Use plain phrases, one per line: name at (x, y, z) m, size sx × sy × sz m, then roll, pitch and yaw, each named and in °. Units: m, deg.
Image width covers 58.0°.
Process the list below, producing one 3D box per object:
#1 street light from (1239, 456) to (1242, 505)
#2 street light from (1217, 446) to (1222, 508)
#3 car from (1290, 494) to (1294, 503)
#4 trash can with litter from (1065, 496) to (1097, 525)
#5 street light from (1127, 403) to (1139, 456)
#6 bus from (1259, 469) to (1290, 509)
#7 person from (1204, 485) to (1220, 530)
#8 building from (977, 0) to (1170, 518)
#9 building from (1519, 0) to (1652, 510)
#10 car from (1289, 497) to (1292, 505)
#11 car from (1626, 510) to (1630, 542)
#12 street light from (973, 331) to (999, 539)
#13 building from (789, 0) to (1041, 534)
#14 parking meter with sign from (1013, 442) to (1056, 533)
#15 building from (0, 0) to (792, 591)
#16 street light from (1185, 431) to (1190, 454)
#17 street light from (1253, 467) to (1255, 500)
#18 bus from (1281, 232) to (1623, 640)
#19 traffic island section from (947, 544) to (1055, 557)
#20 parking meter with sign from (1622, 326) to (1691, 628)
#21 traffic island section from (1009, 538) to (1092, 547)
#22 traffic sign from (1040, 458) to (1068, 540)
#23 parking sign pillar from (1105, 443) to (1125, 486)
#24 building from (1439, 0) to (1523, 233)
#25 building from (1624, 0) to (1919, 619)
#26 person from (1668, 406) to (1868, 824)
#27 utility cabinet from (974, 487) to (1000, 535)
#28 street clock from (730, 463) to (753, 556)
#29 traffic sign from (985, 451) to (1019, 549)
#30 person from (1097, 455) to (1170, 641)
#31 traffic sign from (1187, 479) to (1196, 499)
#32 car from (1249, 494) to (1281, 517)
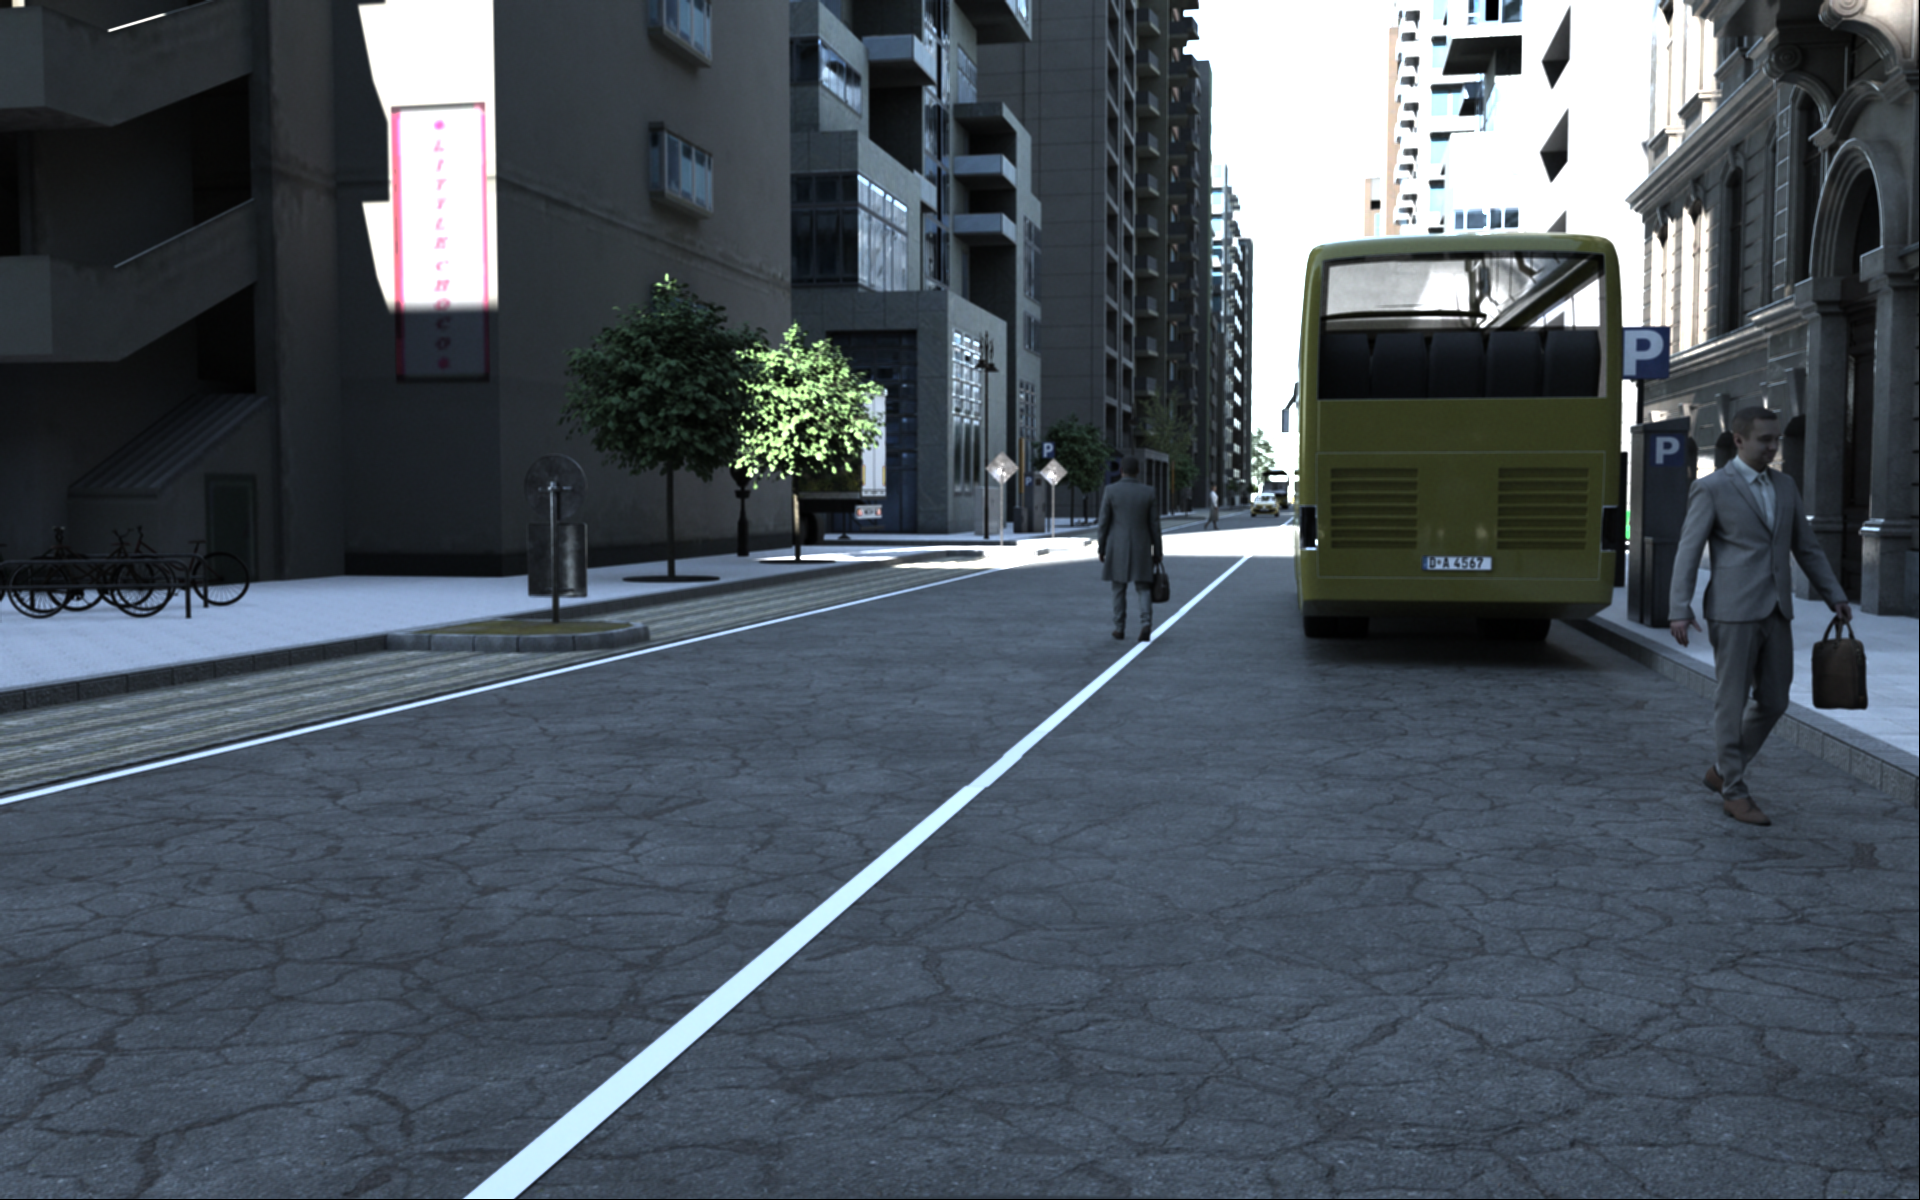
street light at (33.315, -14.248, 205.737) m, size 0.468 × 5.910 × 1.993 m, roll 1°, pitch 4°, yaw 12°
street light at (24.226, -11.585, 162.201) m, size 0.468 × 5.910 × 1.993 m, roll 1°, pitch 4°, yaw 12°
car at (47.960, -14.729, 251.036) m, size 2.015 × 1.641 × 3.980 m, roll 1°, pitch 4°, yaw 12°
trash can with litter at (5.081, -3.704, 71.610) m, size 1.678 × 1.210 × 2.233 m, roll 1°, pitch 4°, yaw 9°
street light at (8.780, -7.045, 87.978) m, size 0.468 × 5.910 × 1.993 m, roll 1°, pitch 4°, yaw 12°
bus at (31.165, -10.961, 170.758) m, size 2.896 × 3.916 × 12.252 m, roll 1°, pitch 4°, yaw 12°
person at (10.112, -3.717, 69.505) m, size 0.641 × 1.798 × 0.478 m, roll 2°, pitch 4°, yaw 26°
building at (1.981, -40.633, 102.604) m, size 20.563 × 71.187 × 20.611 m, roll 1°, pitch 4°, yaw 12°
building at (32.462, -31.125, 50.893) m, size 28.212 × 58.520 × 21.231 m, roll 1°, pitch 4°, yaw 12°
car at (40.954, -12.858, 219.022) m, size 1.959 × 1.807 × 4.718 m, roll 1°, pitch 4°, yaw 10°
car at (18.425, -2.032, 42.015) m, size 4.718 × 1.807 × 1.959 m, roll 1°, pitch 4°, yaw 10°
street light at (0.754, -4.674, 49.215) m, size 0.468 × 5.910 × 1.993 m, roll 1°, pitch 4°, yaw 12°
building at (-8.157, -46.306, 69.776) m, size 22.319 × 86.520 × 31.000 m, roll 1°, pitch 4°, yaw 12°
parking meter with sign at (2.444, -3.732, 57.277) m, size 0.543 × 3.016 × 1.738 m, roll 3°, pitch 5°, yaw 40°
building at (-16.450, -24.949, 31.614) m, size 21.600 × 48.544 × 21.300 m, roll 1°, pitch 4°, yaw 12°
street light at (16.311, -9.255, 124.107) m, size 0.468 × 5.910 × 1.993 m, roll 1°, pitch 4°, yaw 12°
street light at (41.372, -16.576, 243.802) m, size 0.468 × 5.910 × 1.993 m, roll 1°, pitch 4°, yaw 12°
bus at (5.144, -1.737, 19.940) m, size 2.896 × 3.916 × 12.252 m, roll 1°, pitch 4°, yaw 11°
traffic island section at (0.958, -1.126, 40.695) m, size 2.009 × 0.180 × 2.903 m, roll 1°, pitch 4°, yaw 12°
parking meter with sign at (6.959, -1.287, 17.307) m, size 0.543 × 3.016 × 1.738 m, roll 1°, pitch 4°, yaw 10°
traffic island section at (2.587, -1.604, 48.512) m, size 2.009 × 0.180 × 2.903 m, roll 1°, pitch 4°, yaw 12°
traffic sign at (2.612, -2.740, 48.446) m, size 0.795 × 2.450 × 0.064 m, roll 1°, pitch 4°, yaw 12°
parking sign pillar at (8.227, -6.240, 90.497) m, size 1.447 × 3.967 × 1.447 m, roll 2°, pitch 4°, yaw 29°
building at (34.472, -47.530, 89.791) m, size 22.319 × 86.520 × 31.000 m, roll 1°, pitch 4°, yaw 12°
building at (15.671, -12.160, 17.906) m, size 14.460 × 24.649 × 34.723 m, roll 1°, pitch 4°, yaw 12°
person at (3.489, 0.063, 7.592) m, size 0.709 × 1.813 × 0.853 m, roll -1°, pitch 4°, yaw -16°
utility cabinet at (0.858, -2.767, 53.915) m, size 0.318 × 1.500 × 1.173 m, roll 2°, pitch 4°, yaw 28°
street clock at (-4.473, -1.903, 35.678) m, size 0.471 × 2.002 × 0.358 m, roll 1°, pitch 4°, yaw 12°
traffic sign at (0.982, -2.262, 40.628) m, size 0.795 × 2.450 × 0.064 m, roll 1°, pitch 4°, yaw 12°
person at (1.688, -0.512, 16.968) m, size 0.694 × 1.812 × 0.767 m, roll 0°, pitch 4°, yaw -1°
traffic sign at (16.320, -7.491, 122.591) m, size 0.768 × 2.556 × 0.104 m, roll 1°, pitch 4°, yaw 17°
car at (19.401, -6.105, 110.045) m, size 2.015 × 1.641 × 3.980 m, roll 1°, pitch 4°, yaw 12°
